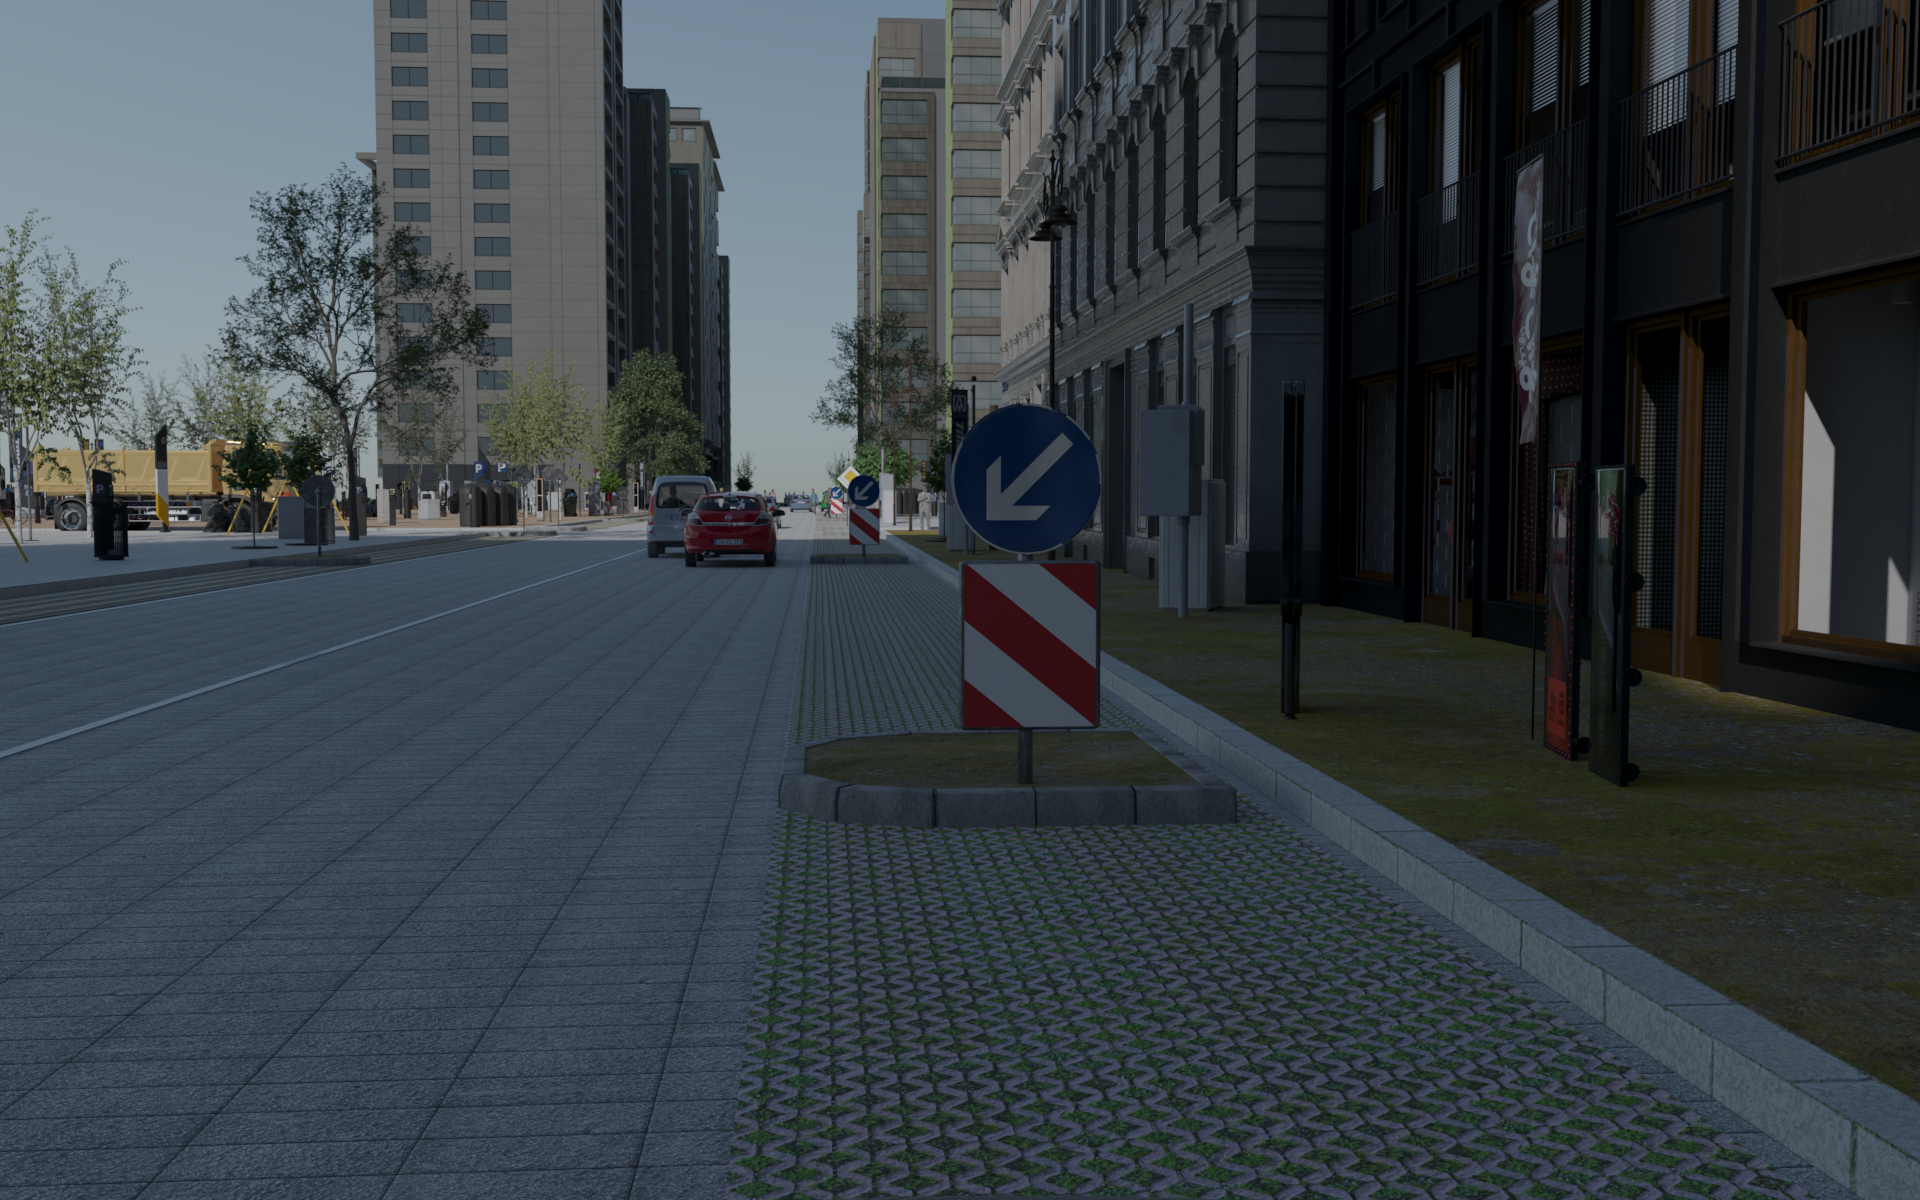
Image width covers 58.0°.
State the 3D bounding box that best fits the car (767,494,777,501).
[{"bbox_3d":[-26.736,-14.157,243.463,2.014,1.417,4.499,0,4,-3],"label":"car"}]

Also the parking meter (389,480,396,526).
[{"bbox_3d":[-23.012,-3.946,70.229,0.255,1.863,0.399,-1,4,-17],"label":"parking meter"}]

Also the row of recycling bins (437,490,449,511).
[{"bbox_3d":[-40.106,-7.894,136.186,1.069,1.692,3.534,0,4,6],"label":"row of recycling bins"}]

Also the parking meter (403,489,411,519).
[{"bbox_3d":[-28.991,-5.041,90.837,0.372,1.533,0.369,0,3,0],"label":"parking meter"}]

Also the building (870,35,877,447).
[{"bbox_3d":[-1.586,-31.666,167.848,14.600,45.320,14.200,0,4,-5],"label":"building"}]

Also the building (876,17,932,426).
[{"bbox_3d":[-0.423,-28.731,153.345,14.154,41.232,14.086,0,4,-5],"label":"building"}]

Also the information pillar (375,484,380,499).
[{"bbox_3d":[-40.831,-7.153,121.436,0.304,2.012,0.304,-1,4,-11],"label":"information pillar"}]

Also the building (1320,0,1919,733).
[{"bbox_3d":[10.923,-11.145,11.902,12.332,23.373,15.834,0,4,-5],"label":"building"}]

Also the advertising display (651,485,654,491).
[{"bbox_3d":[-22.506,-7.521,128.186,0.123,1.923,0.974,2,4,29],"label":"advertising display"}]

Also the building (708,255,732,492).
[{"bbox_3d":[-45.538,-36.968,288.027,14.154,41.232,14.086,0,4,-5],"label":"building"}]

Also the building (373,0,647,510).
[{"bbox_3d":[-37.868,-43.571,150.640,20.563,71.187,20.611,0,4,-5],"label":"building"}]

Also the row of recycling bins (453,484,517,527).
[{"bbox_3d":[-18.851,-3.812,69.445,1.069,1.692,3.534,1,4,16],"label":"row of recycling bins"}]

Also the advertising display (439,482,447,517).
[{"bbox_3d":[-28.857,-5.596,96.712,0.123,1.923,0.974,-3,4,-36],"label":"advertising display"}]

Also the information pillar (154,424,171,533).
[{"bbox_3d":[-26.579,-4.057,57.688,0.183,3.616,0.504,1,4,18],"label":"information pillar"}]

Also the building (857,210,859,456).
[{"bbox_3d":[-7.937,-34.736,251.521,14.154,41.232,14.086,0,4,-5],"label":"building"}]

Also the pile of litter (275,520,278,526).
[{"bbox_3d":[-28.729,-3.737,75.068,1.719,0.858,1.176,-2,4,-28],"label":"pile of litter"}]

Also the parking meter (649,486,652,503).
[{"bbox_3d":[-22.403,-7.323,125.441,0.255,1.863,0.399,-1,4,-9],"label":"parking meter"}]

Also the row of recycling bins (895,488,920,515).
[{"bbox_3d":[-3.482,-6.290,109.960,1.069,1.692,3.534,2,4,24],"label":"row of recycling bins"}]

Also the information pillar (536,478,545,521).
[{"bbox_3d":[-19.774,-4.721,81.680,0.304,2.012,0.304,0,4,5],"label":"information pillar"}]

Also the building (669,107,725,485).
[{"bbox_3d":[-47.995,-39.748,239.123,28.713,52.752,27.495,0,4,-5],"label":"building"}]

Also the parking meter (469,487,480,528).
[{"bbox_3d":[-18.630,-3.552,66.494,0.372,1.533,0.369,0,3,0],"label":"parking meter"}]

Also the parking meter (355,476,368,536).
[{"bbox_3d":[-18.401,-2.904,53.186,0.399,1.863,0.255,-1,4,-14],"label":"parking meter"}]

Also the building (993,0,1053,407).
[{"bbox_3d":[7.211,-12.988,48.516,11.583,22.565,21.152,0,4,-5],"label":"building"}]

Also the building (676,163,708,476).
[{"bbox_3d":[-38.306,-32.049,207.598,14.154,41.232,14.086,0,4,-5],"label":"building"}]

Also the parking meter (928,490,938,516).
[{"bbox_3d":[-1.499,-5.676,101.219,0.372,1.533,0.369,0,3,0],"label":"parking meter"}]

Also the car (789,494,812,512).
[{"bbox_3d":[-12.584,-7.658,137.218,2.014,1.417,4.499,0,4,-5],"label":"car"}]

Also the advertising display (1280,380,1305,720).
[{"bbox_3d":[1.963,-0.308,10.244,0.123,1.923,0.974,1,4,11],"label":"advertising display"}]

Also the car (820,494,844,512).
[{"bbox_3d":[-10.410,-8.059,140.554,1.959,1.807,4.718,0,4,-4],"label":"car"}]

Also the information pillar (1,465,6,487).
[{"bbox_3d":[-72.860,-8.590,131.807,0.504,3.616,0.183,1,4,16],"label":"information pillar"}]

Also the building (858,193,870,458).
[{"bbox_3d":[-6.263,-33.881,237.551,14.154,41.232,14.086,0,4,-5],"label":"building"}]

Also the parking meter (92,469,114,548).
[{"bbox_3d":[-19.793,-2.099,40.026,0.399,1.863,0.255,0,4,-1],"label":"parking meter"}]

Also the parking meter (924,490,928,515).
[{"bbox_3d":[-2.035,-5.854,104.125,0.372,1.533,0.369,0,3,0],"label":"parking meter"}]

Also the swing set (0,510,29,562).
[{"bbox_3d":[-18.492,-2.022,30.688,2.862,2.851,3.119,-1,4,-16],"label":"swing set"}]

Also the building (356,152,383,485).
[{"bbox_3d":[-45.876,-30.341,187.949,32.217,40.220,23.993,0,4,-5],"label":"building"}]

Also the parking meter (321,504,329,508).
[{"bbox_3d":[-32.355,-4.880,88.197,0.372,1.533,0.369,0,3,0],"label":"parking meter"}]

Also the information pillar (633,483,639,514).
[{"bbox_3d":[-20.910,-6.562,111.772,0.304,2.012,0.304,0,4,-7],"label":"information pillar"}]

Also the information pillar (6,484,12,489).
[{"bbox_3d":[-68.643,-7.375,125.077,0.304,2.012,0.304,0,4,-6],"label":"information pillar"}]

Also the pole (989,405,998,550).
[{"bbox_3d":[0.775,-2.807,39.742,0.158,3.312,0.155,0,3,0],"label":"pole"}]

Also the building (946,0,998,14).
[{"bbox_3d":[6.027,-25.596,102.082,14.154,41.232,14.086,0,4,-5],"label":"building"}]

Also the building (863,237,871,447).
[{"bbox_3d":[-3.975,-25.982,196.502,14.160,30.474,14.107,0,4,-5],"label":"building"}]

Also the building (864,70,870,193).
[{"bbox_3d":[-7.784,-52.226,292.138,20.563,71.187,20.611,0,4,-5],"label":"building"}]

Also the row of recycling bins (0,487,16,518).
[{"bbox_3d":[-52.315,-5.391,95.256,1.069,1.692,3.534,1,4,13],"label":"row of recycling bins"}]

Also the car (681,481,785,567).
[{"bbox_3d":[-4.677,-1.626,35.626,2.155,1.783,4.494,0,4,-5],"label":"car"}]

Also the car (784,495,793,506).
[{"bbox_3d":[-20.163,-11.951,207.763,2.083,1.381,4.827,0,4,-3],"label":"car"}]

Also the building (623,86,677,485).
[{"bbox_3d":[-35.811,-29.702,169.227,14.154,41.232,14.086,0,4,-5],"label":"building"}]

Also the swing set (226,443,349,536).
[{"bbox_3d":[-21.311,-3.500,54.840,2.862,2.851,3.119,0,4,-1],"label":"swing set"}]

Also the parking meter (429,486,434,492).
[{"bbox_3d":[-35.977,-6.862,117.910,0.255,1.863,0.399,-1,4,-11],"label":"parking meter"}]

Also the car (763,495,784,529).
[{"bbox_3d":[-8.400,-3.699,72.475,2.014,1.417,4.499,0,4,-4],"label":"car"}]

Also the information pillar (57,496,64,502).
[{"bbox_3d":[-55.099,-6.214,106.082,0.304,2.012,0.304,-1,4,-13],"label":"information pillar"}]

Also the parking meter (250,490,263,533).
[{"bbox_3d":[-23.013,-3.115,56.645,0.255,1.863,0.399,0,4,4],"label":"parking meter"}]

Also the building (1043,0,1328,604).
[{"bbox_3d":[7.262,-10.985,28.752,9.793,20.994,18.267,0,4,-5],"label":"building"}]

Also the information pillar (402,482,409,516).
[{"bbox_3d":[-32.957,-6.029,103.061,0.304,2.012,0.304,-3,5,-42],"label":"information pillar"}]

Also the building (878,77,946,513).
[{"bbox_3d":[1.143,-21.556,124.142,14.160,30.474,14.107,0,4,-5],"label":"building"}]

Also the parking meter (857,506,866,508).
[{"bbox_3d":[-7.054,-7.363,126.102,0.255,1.863,0.399,-3,5,-43],"label":"parking meter"}]

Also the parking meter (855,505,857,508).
[{"bbox_3d":[-7.510,-7.422,127.052,0.255,1.863,0.399,-2,4,-24],"label":"parking meter"}]
